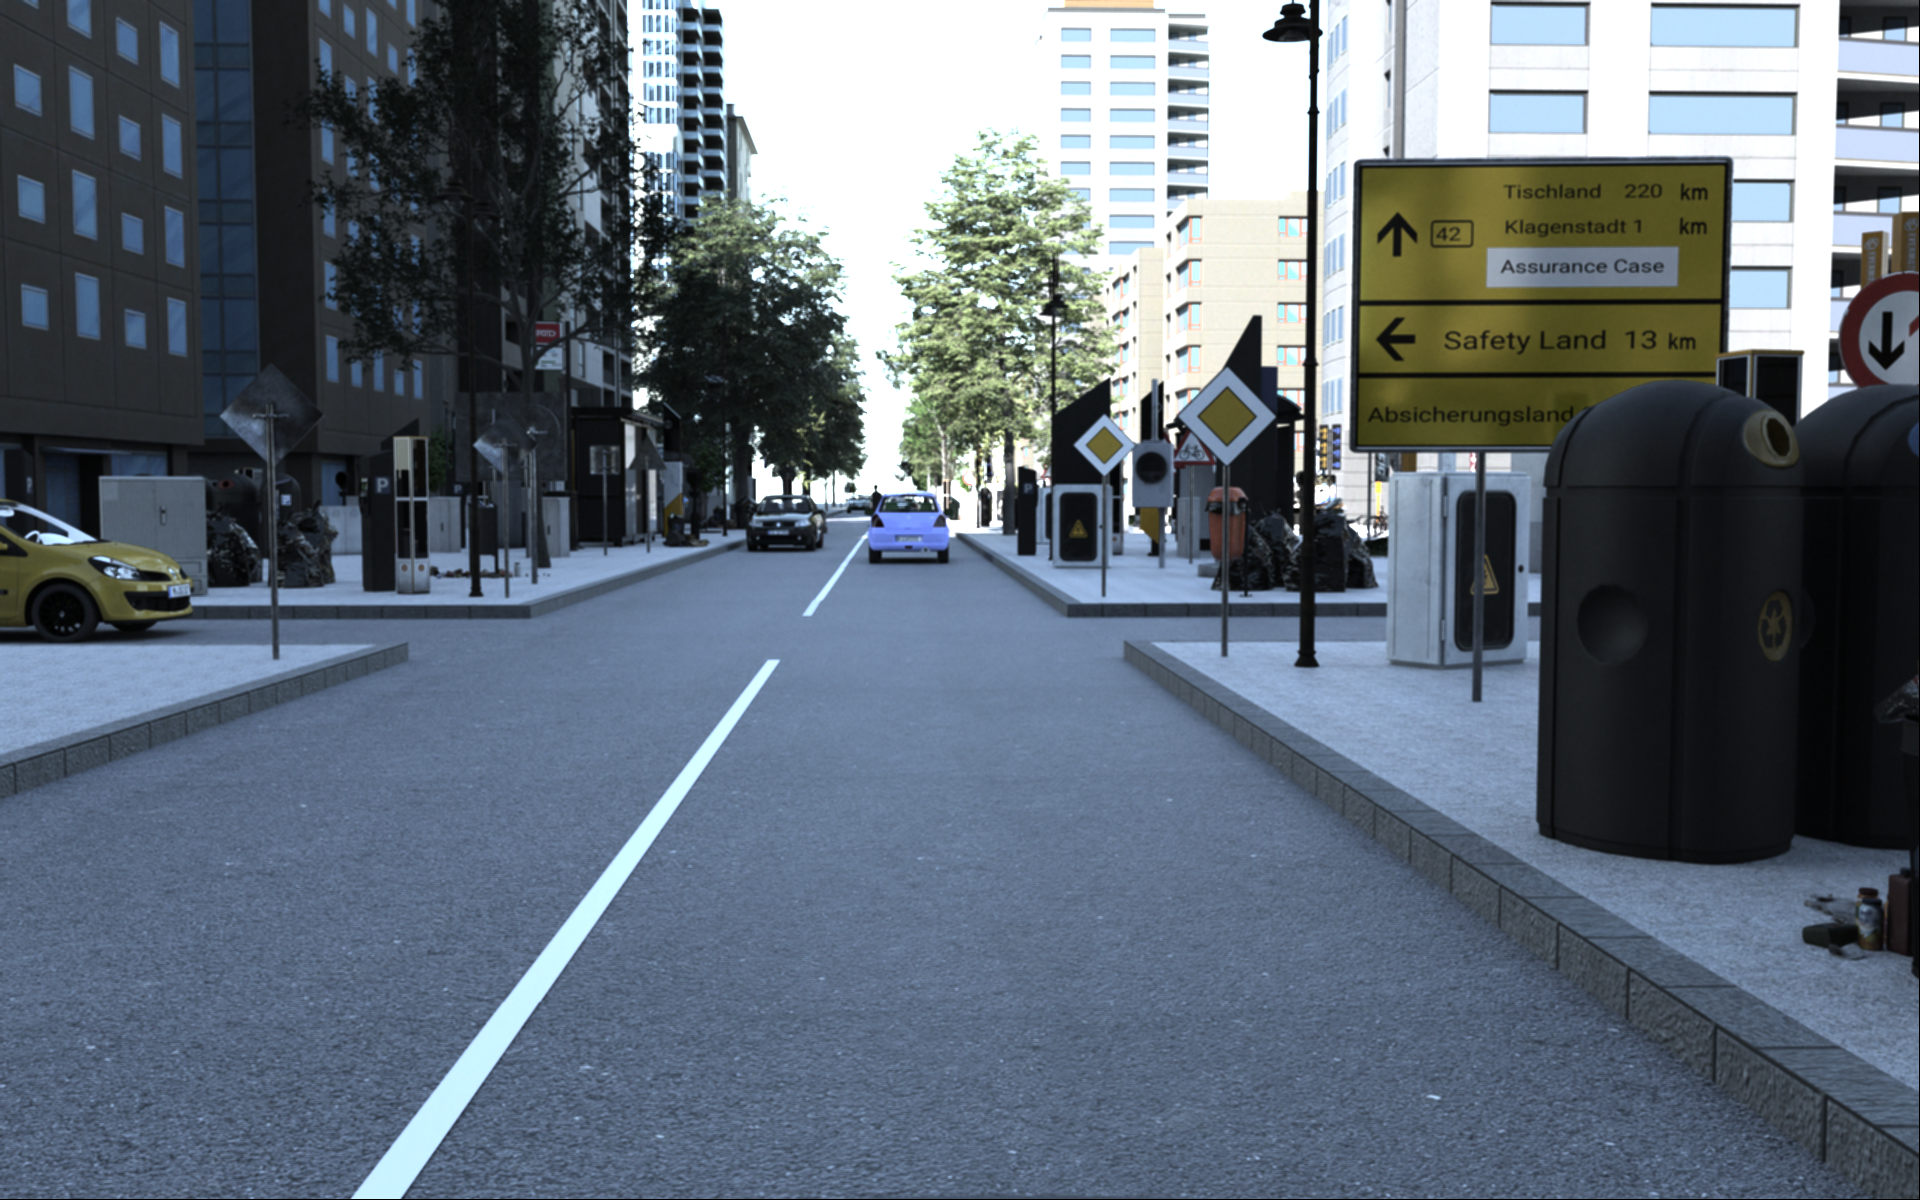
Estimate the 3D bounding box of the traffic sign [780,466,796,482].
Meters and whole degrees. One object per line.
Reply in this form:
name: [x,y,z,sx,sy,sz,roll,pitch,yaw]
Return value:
traffic sign: [-7.834,-4.818,78.886,0.768,2.556,0.104,0,4,5]

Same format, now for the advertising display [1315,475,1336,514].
advertising display: [11.928,-3.179,57.195,0.974,1.923,0.123,-1,4,-12]

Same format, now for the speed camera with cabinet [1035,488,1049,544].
speed camera with cabinet: [2.792,-3.089,44.839,2.038,3.252,0.660,-2,4,-32]

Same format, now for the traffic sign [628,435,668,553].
traffic sign: [-6.823,-2.315,37.861,0.884,2.594,0.081,0,4,7]

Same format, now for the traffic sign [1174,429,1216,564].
traffic sign: [4.238,-1.941,31.738,0.884,2.594,0.081,0,4,2]

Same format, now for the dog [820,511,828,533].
dog: [-5.121,-2.860,63.595,0.513,0.831,0.800,2,4,30]

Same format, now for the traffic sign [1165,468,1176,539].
traffic sign: [5.653,-2.924,47.816,0.884,2.594,0.081,0,4,1]

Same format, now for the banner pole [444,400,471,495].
banner pole: [-13.424,-3.429,46.077,0.863,3.779,0.401,1,4,12]

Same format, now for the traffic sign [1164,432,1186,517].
traffic sign: [4.262,-2.212,36.167,0.884,2.594,0.081,0,4,4]

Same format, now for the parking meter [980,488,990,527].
parking meter: [0.987,-3.629,67.749,0.372,1.533,0.369,0,3,0]

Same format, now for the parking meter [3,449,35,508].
parking meter: [-12.320,-1.040,22.713,0.255,1.863,0.399,-1,4,-11]

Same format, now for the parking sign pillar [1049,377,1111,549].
parking sign pillar: [2.792,-3.148,39.949,1.447,3.967,1.447,0,4,-6]

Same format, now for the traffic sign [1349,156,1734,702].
traffic sign: [3.521,-1.023,10.595,2.265,3.308,0.079,0,4,2]

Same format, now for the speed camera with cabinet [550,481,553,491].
speed camera with cabinet: [-19.042,-5.302,81.020,2.038,3.252,0.660,3,4,38]

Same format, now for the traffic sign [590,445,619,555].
traffic sign: [-7.428,-2.086,36.240,0.606,2.300,0.079,0,4,-1]

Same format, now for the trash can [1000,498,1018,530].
trash can: [1.815,-3.085,62.090,0.748,1.137,0.748,0,3,0]

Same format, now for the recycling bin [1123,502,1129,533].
recycling bin: [5.132,-2.761,57.692,0.722,1.027,0.722,-3,5,-43]

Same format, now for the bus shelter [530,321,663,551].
bus shelter: [-8.970,-3.993,42.912,2.179,5.291,8.768,0,4,-2]

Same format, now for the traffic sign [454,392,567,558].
traffic sign: [-8.972,-2.489,34.576,2.265,3.308,0.079,0,4,5]

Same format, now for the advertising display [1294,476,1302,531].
advertising display: [11.541,-3.389,60.625,0.123,1.923,0.974,-3,5,-44]

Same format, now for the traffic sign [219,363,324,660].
traffic sign: [-5.303,-0.595,13.373,0.795,2.450,0.064,0,4,-2]

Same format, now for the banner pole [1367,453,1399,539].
banner pole: [10.496,-3.277,43.597,0.863,3.779,0.401,-2,4,-27]

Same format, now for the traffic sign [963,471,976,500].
traffic sign: [0.557,-5.853,95.804,0.768,2.556,0.104,0,4,6]

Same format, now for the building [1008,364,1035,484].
building: [21.415,-24.324,242.734,27.650,21.520,28.899,0,4,-2]

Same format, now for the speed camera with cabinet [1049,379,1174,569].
speed camera with cabinet: [2.645,-2.174,29.887,2.038,3.252,0.660,1,4,12]

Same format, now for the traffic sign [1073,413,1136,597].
traffic sign: [1.795,-1.098,21.602,0.795,2.450,0.064,0,4,-2]

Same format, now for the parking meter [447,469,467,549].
parking meter: [-11.855,-2.146,40.806,0.399,1.863,0.255,-3,4,-37]

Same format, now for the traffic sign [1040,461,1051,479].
traffic sign: [3.236,-3.692,60.366,0.884,2.594,0.081,0,3,0]

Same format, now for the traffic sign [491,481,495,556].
traffic sign: [-9.609,-2.179,35.625,0.884,2.594,0.081,0,4,3]

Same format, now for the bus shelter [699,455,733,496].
bus shelter: [-12.426,-5.595,85.395,2.014,3.302,5.546,0,4,-2]

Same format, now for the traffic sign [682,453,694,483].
traffic sign: [-8.686,-3.304,54.134,0.768,2.556,0.104,0,4,6]

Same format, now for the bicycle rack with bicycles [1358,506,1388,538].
bicycle rack with bicycles: [13.241,-2.354,51.865,2.925,0.926,2.852,0,4,-2]

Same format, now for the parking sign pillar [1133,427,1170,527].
parking sign pillar: [7.481,-4.841,67.625,1.447,3.967,1.447,0,4,5]

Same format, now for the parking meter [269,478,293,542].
parking meter: [-10.930,-1.192,27.898,0.372,1.533,0.369,0,3,0]

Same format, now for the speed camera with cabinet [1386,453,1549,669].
speed camera with cabinet: [4.210,-1.159,13.291,2.038,3.252,0.660,-2,4,-33]

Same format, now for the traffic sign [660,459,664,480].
traffic sign: [-8.420,-2.945,50.281,0.606,2.300,0.079,0,4,7]

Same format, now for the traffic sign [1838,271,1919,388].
traffic sign: [5.414,-0.605,10.006,0.768,2.556,0.104,0,4,1]

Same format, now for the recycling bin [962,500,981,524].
recycling bin: [0.554,-3.725,73.453,0.722,1.027,0.722,3,5,44]

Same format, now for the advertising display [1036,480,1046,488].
advertising display: [4.189,-5.078,88.242,0.123,1.923,0.974,1,4,22]

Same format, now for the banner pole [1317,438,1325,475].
banner pole: [13.886,-4.754,67.743,0.863,3.779,0.401,2,4,27]

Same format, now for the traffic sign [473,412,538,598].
traffic sign: [-5.595,-1.083,21.352,0.795,2.450,0.064,0,4,-2]

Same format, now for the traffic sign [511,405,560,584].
traffic sign: [-6.087,-1.504,24.705,0.768,2.556,0.104,0,4,5]

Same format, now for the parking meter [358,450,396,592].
parking meter: [-7.674,-1.046,22.806,0.255,1.863,0.399,3,5,42]

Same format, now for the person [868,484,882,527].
person: [-3.634,-4.017,73.963,0.659,1.850,0.755,-3,4,-38]

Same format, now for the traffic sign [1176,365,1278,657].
traffic sign: [2.087,-0.610,13.622,0.795,2.450,0.064,0,4,-2]

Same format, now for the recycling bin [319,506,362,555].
recycling bin: [-13.133,-1.479,36.730,0.722,1.027,0.722,-2,4,-34]

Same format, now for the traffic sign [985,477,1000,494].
traffic sign: [1.681,-5.571,91.094,0.884,2.594,0.081,0,4,7]

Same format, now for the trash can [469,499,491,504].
trash can: [-13.919,-2.377,50.517,0.748,1.137,0.748,0,3,0]

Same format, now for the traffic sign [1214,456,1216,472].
traffic sign: [5.200,-1.922,33.561,0.606,2.300,0.079,0,4,1]

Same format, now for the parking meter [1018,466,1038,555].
parking meter: [1.418,-1.868,36.253,0.399,1.863,0.255,-1,4,-8]

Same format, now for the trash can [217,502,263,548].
trash can: [-12.617,-1.145,30.378,0.748,1.137,0.748,0,3,0]

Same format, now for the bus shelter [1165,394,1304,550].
bus shelter: [5.792,-2.627,36.872,2.014,3.302,5.546,0,4,-2]

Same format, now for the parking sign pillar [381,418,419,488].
parking sign pillar: [-19.798,-4.449,61.212,1.447,3.967,1.447,-2,4,-33]

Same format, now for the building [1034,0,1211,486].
building: [19.718,-41.041,213.021,21.231,58.520,28.212,0,4,-2]

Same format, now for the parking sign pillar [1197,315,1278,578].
parking sign pillar: [4.429,-2.349,26.874,1.447,3.967,1.447,-1,4,-16]
